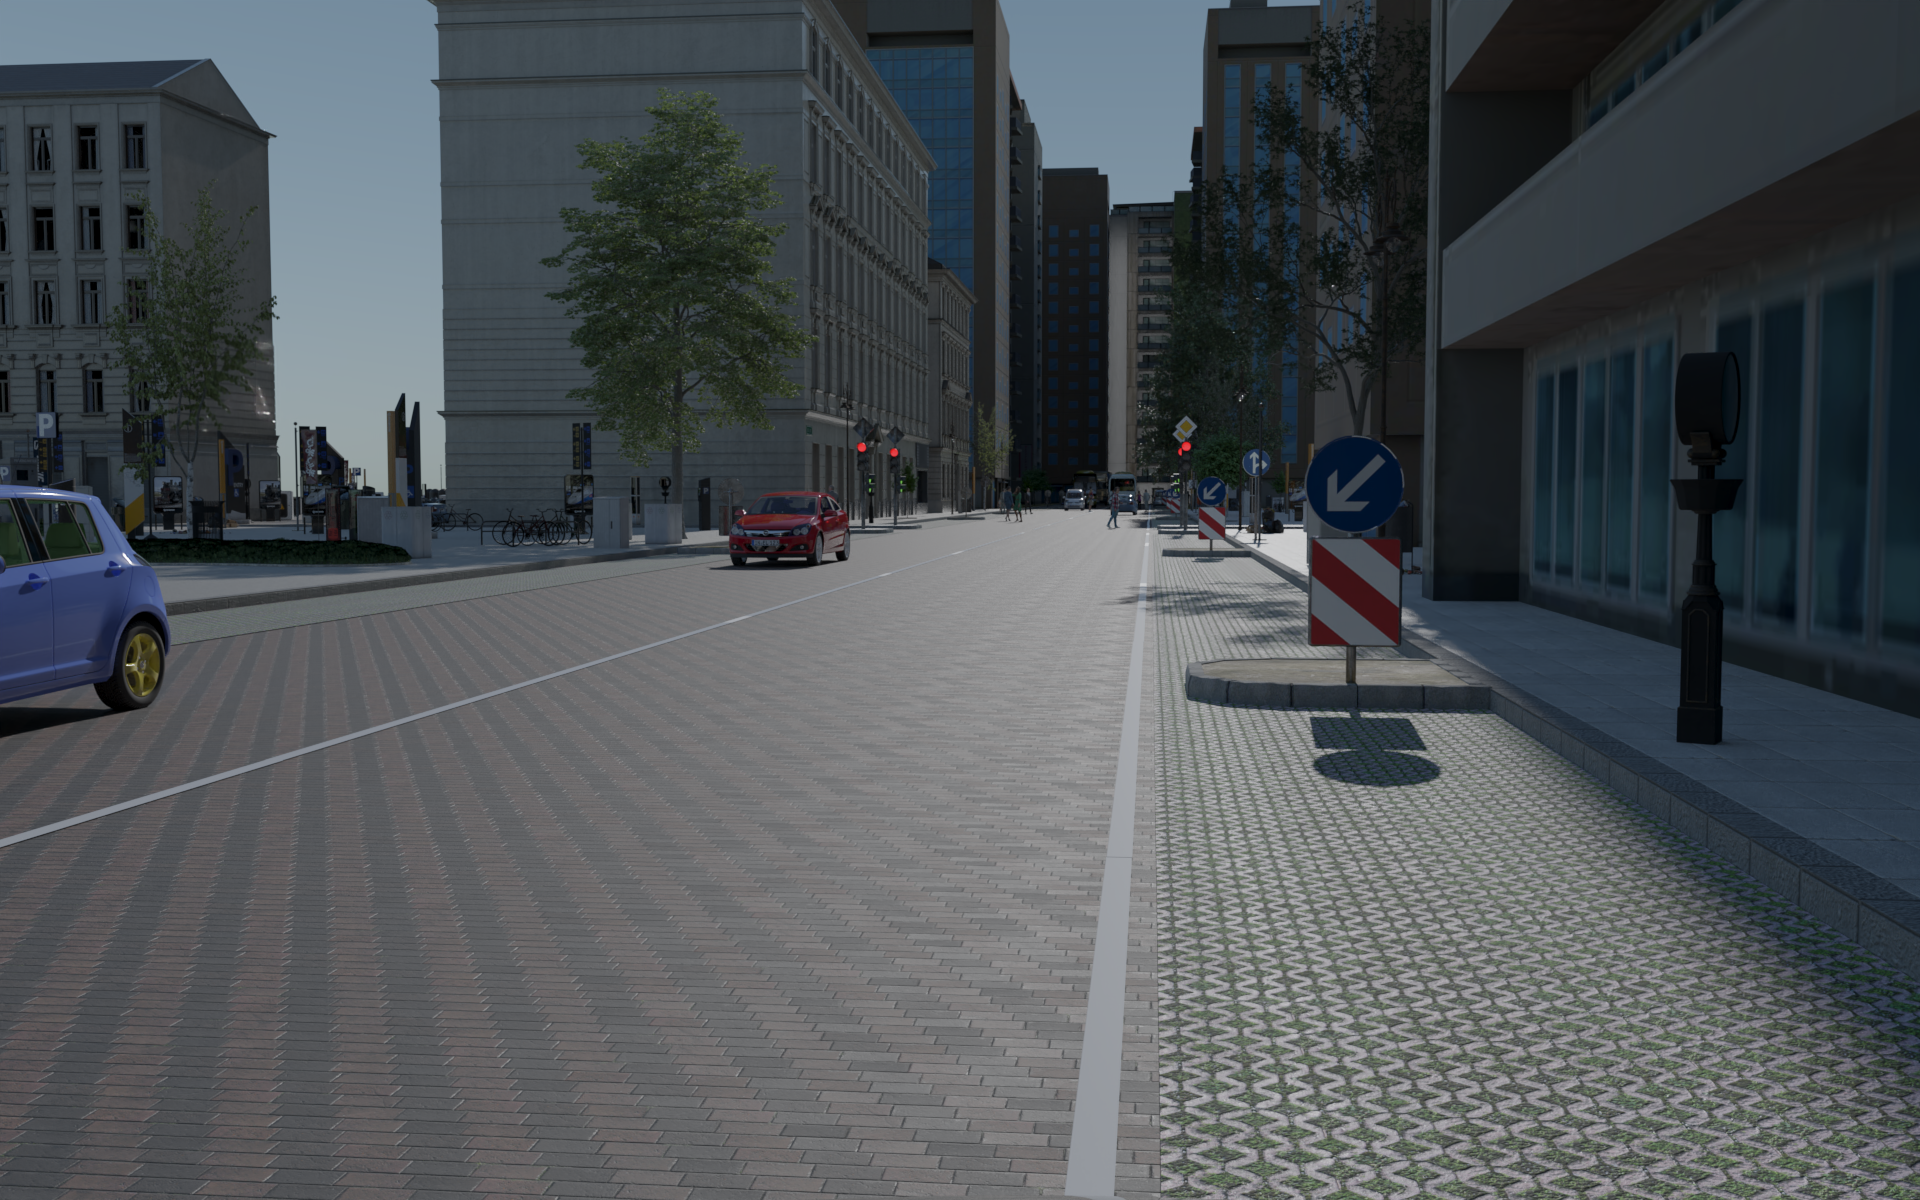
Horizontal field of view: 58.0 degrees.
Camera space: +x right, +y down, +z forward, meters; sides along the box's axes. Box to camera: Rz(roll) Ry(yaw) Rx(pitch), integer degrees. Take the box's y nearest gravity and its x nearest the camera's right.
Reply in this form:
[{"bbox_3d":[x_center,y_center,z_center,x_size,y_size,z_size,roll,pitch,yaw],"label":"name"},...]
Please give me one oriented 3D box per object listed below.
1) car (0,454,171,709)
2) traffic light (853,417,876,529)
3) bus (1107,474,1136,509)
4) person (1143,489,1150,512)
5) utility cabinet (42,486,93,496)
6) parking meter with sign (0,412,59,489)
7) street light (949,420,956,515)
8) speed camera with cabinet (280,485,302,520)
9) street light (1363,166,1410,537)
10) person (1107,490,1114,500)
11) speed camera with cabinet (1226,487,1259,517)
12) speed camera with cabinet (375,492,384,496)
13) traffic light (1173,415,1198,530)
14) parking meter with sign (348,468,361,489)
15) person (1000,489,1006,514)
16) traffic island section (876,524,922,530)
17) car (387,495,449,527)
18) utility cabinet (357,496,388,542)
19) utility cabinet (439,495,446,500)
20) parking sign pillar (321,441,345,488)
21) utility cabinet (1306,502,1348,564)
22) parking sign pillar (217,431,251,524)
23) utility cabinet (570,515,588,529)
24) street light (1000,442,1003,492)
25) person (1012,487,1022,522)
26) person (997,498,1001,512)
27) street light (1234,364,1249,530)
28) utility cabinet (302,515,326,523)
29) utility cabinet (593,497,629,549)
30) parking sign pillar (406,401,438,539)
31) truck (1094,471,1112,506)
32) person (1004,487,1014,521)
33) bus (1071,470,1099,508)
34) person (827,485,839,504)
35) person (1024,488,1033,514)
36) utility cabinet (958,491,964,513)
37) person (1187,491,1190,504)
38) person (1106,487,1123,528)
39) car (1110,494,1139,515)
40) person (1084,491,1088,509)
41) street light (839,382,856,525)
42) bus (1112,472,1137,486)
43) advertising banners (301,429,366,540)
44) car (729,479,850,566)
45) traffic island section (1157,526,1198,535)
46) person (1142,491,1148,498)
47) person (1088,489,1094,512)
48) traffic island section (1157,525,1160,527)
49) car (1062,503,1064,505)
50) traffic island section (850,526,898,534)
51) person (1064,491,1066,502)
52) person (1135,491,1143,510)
[{"bbox_3d":[-6.373,-0.045,10.330,1.945,1.707,3.694,0,4,4],"label":"car"},{"bbox_3d":[-3.520,-4.549,63.292,0.839,4.253,0.868,0,4,6],"label":"traffic light"},{"bbox_3d":[15.761,-10.629,168.649,2.948,3.499,13.247,0,4,5],"label":"bus"},{"bbox_3d":[15.214,-8.122,141.386,0.635,1.810,0.391,-2,4,-35],"label":"person"},{"bbox_3d":[-24.035,-2.325,46.697,1.173,1.500,0.318,0,4,-6],"label":"utility cabinet"},{"bbox_3d":[-19.729,-2.444,36.224,0.543,3.016,1.738,1,4,19],"label":"parking meter with sign"},{"bbox_3d":[-0.486,-8.309,108.637,0.468,5.910,1.993,0,4,6],"label":"street light"},{"bbox_3d":[-33.055,-5.597,85.838,2.038,3.252,0.660,-1,4,-13],"label":"speed camera with cabinet"},{"bbox_3d":[6.080,-3.183,24.834,0.468,5.910,1.993,0,4,6],"label":"street light"},{"bbox_3d":[13.759,-8.995,155.559,0.705,1.826,1.348,-3,4,-37],"label":"person"},{"bbox_3d":[15.758,-6.273,96.900,2.038,3.252,0.660,0,4,-3],"label":"speed camera with cabinet"},{"bbox_3d":[-44.926,-8.607,135.063,2.038,3.252,0.660,-1,4,-23],"label":"speed camera with cabinet"},{"bbox_3d":[8.073,-4.472,62.033,0.839,4.253,0.868,0,4,6],"label":"traffic light"},{"bbox_3d":[-39.578,-7.127,112.786,0.543,3.016,1.738,0,4,2],"label":"parking meter with sign"},{"bbox_3d":[3.000,-6.872,120.960,0.391,1.810,0.635,-2,4,-29],"label":"person"},{"bbox_3d":[-2.682,-3.002,71.368,2.009,0.180,2.903,0,4,6],"label":"traffic island section"},{"bbox_3d":[-23.088,-3.570,70.367,4.499,1.417,2.014,1,4,8],"label":"car"},{"bbox_3d":[-15.325,-2.108,45.629,1.020,1.237,0.306,-2,4,-25],"label":"utility cabinet"},{"bbox_3d":[-32.626,-6.029,109.740,0.306,1.237,1.020,-3,5,-44],"label":"utility cabinet"},{"bbox_3d":[-31.675,-6.056,87.487,1.447,3.967,1.447,2,4,32],"label":"parking sign pillar"},{"bbox_3d":[6.757,-1.402,31.600,0.318,1.500,1.173,3,5,41],"label":"utility cabinet"},{"bbox_3d":[-31.166,-5.238,74.114,1.447,3.967,1.447,1,4,10],"label":"parking sign pillar"},{"bbox_3d":[-14.043,-3.218,63.774,0.306,1.237,1.020,-2,4,-34],"label":"utility cabinet"},{"bbox_3d":[3.527,-10.570,145.610,0.468,5.910,1.993,0,4,6],"label":"street light"},{"bbox_3d":[2.970,-4.849,88.029,0.529,1.795,0.600,-2,4,-26],"label":"person"},{"bbox_3d":[2.866,-6.854,125.584,0.382,1.210,0.505,-3,5,-44],"label":"person"},{"bbox_3d":[9.970,-5.423,61.458,0.468,5.910,1.993,0,4,6],"label":"street light"},{"bbox_3d":[-27.841,-4.030,74.569,1.173,1.500,0.318,2,4,32],"label":"utility cabinet"},{"bbox_3d":[-8.299,-1.835,41.166,1.020,1.237,0.306,3,5,40],"label":"utility cabinet"},{"bbox_3d":[-15.802,-3.752,49.815,1.447,3.967,1.447,-1,4,-10],"label":"parking sign pillar"},{"bbox_3d":[17.517,-13.965,217.247,2.839,4.237,11.283,0,4,8],"label":"truck"},{"bbox_3d":[2.533,-5.095,91.834,0.581,1.822,0.654,3,5,44],"label":"person"},{"bbox_3d":[13.285,-11.755,183.737,2.896,3.916,12.252,0,4,4],"label":"bus"},{"bbox_3d":[-4.987,-3.532,66.643,0.834,1.777,0.661,3,4,36],"label":"person"},{"bbox_3d":[4.858,-6.985,122.478,0.659,1.850,0.755,-2,4,-33],"label":"person"},{"bbox_3d":[0.054,-6.397,113.270,0.318,1.500,1.173,0,4,5],"label":"utility cabinet"},{"bbox_3d":[29.667,-13.302,225.624,0.705,1.869,1.348,3,5,43],"label":"person"},{"bbox_3d":[6.514,-3.889,72.930,0.643,1.720,0.563,1,4,17],"label":"person"},{"bbox_3d":[11.211,-6.503,118.330,2.014,1.417,4.499,0,4,8],"label":"car"},{"bbox_3d":[12.104,-9.823,169.644,0.750,1.759,0.617,-1,4,-9],"label":"person"},{"bbox_3d":[-4.659,-6.053,71.749,0.468,5.910,1.993,0,4,6],"label":"street light"},{"bbox_3d":[17.836,-12.105,189.461,2.896,3.916,12.252,0,4,6],"label":"bus"},{"bbox_3d":[-16.836,-3.079,46.533,2.074,3.025,0.090,1,4,20],"label":"advertising banners"},{"bbox_3d":[-3.491,-1.644,35.919,2.155,1.783,4.494,0,4,8],"label":"car"},{"bbox_3d":[8.112,-2.438,62.142,2.009,0.180,2.903,0,4,6],"label":"traffic island section"},{"bbox_3d":[23.139,-12.628,214.972,1.348,1.824,0.705,-3,5,-41],"label":"person"},{"bbox_3d":[10.549,-8.020,139.597,0.573,1.828,0.580,-1,4,-16],"label":"person"},{"bbox_3d":[8.988,-2.923,70.079,2.009,0.180,2.903,0,4,6],"label":"traffic island section"},{"bbox_3d":[13.652,-12.779,218.533,1.945,1.707,3.694,0,4,5],"label":"car"},{"bbox_3d":[-3.558,-2.517,63.431,2.009,0.180,2.903,0,4,6],"label":"traffic island section"},{"bbox_3d":[12.663,-12.231,208.488,1.348,1.823,0.705,3,4,39],"label":"person"},{"bbox_3d":[15.893,-8.799,153.046,1.217,1.739,0.721,-2,4,-32],"label":"person"}]
